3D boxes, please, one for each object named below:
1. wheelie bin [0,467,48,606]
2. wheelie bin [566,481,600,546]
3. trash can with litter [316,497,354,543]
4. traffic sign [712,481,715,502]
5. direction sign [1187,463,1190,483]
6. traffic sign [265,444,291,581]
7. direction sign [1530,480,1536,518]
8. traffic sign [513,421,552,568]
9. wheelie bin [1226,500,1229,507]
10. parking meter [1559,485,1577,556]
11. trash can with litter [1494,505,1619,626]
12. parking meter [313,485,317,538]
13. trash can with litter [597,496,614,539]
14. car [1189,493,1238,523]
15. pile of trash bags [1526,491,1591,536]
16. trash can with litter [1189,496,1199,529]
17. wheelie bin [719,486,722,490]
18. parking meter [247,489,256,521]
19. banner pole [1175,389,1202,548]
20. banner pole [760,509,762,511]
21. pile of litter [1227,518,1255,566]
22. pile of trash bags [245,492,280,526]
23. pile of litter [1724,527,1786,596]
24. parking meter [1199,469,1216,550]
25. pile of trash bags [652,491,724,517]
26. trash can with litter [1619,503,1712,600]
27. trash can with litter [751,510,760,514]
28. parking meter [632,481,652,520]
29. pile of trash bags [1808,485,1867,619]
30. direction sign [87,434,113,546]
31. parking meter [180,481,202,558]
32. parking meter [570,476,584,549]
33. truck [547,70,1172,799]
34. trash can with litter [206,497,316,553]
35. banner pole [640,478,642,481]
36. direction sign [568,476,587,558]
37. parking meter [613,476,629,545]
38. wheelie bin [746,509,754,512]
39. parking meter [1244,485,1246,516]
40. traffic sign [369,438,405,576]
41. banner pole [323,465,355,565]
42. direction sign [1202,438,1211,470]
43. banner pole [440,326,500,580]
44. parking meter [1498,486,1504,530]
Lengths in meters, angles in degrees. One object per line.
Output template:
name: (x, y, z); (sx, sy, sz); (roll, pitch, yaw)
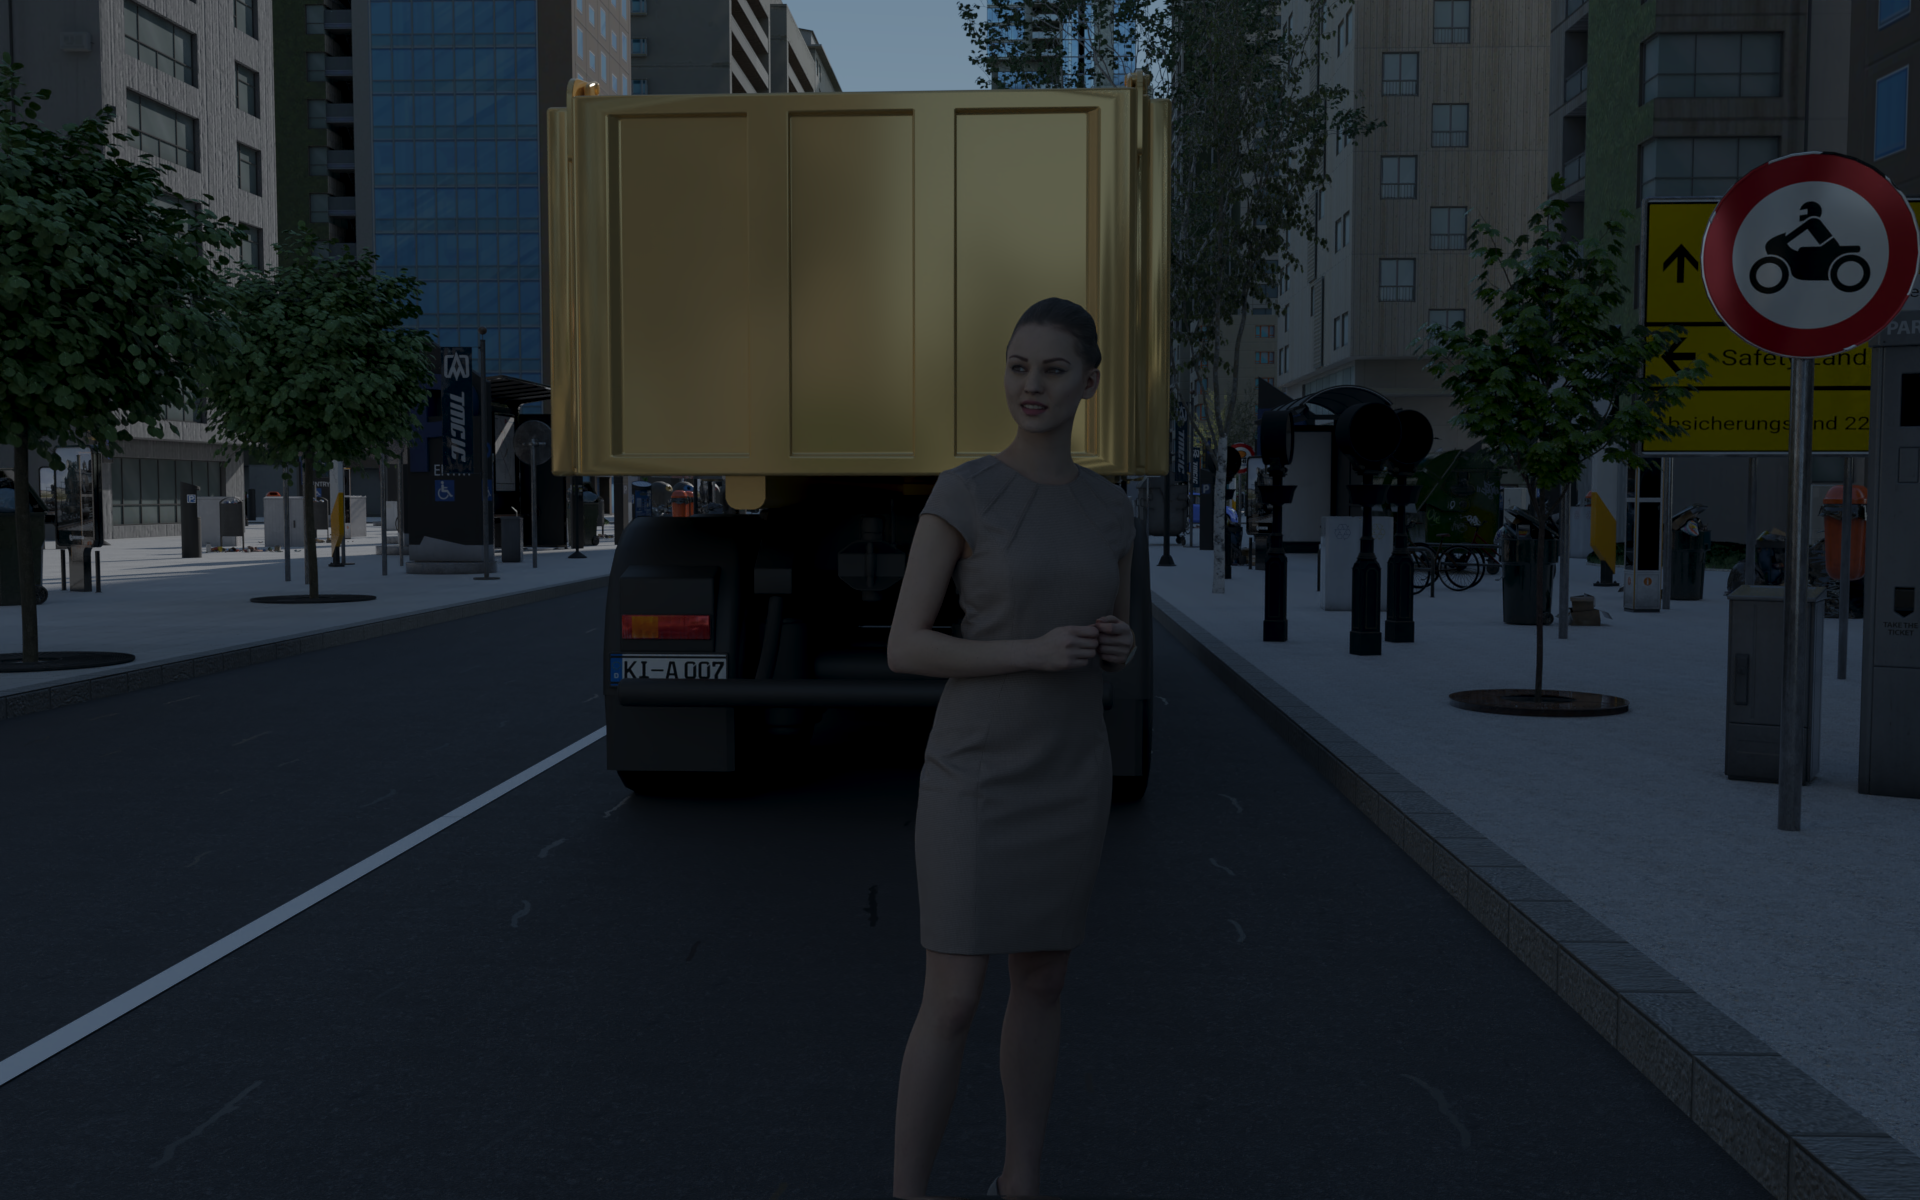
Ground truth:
wheelie bin: (-11.002, -0.742, 20.038); (0.980, 1.594, 0.693); (3, 5, 40)
wheelie bin: (-9.370, -2.145, 42.983); (0.980, 1.594, 0.693); (2, 4, 29)
trash can with litter: (-17.301, -2.117, 45.674); (2.233, 1.210, 1.678); (0, 4, -4)
traffic sign: (-7.361, -3.162, 51.797); (0.768, 2.556, 0.104); (1, 4, 11)
direction sign: (17.068, -8.262, 127.088); (0.876, 3.537, 0.379); (1, 4, 20)
traffic sign: (-9.887, -1.547, 25.402); (0.768, 2.556, 0.104); (0, 4, 7)
direction sign: (6.762, -1.738, 20.409); (0.379, 3.537, 0.876); (0, 4, -4)
traffic sign: (-7.396, -1.832, 30.058); (0.768, 2.556, 0.104); (0, 4, 8)
wheelie bin: (12.423, -4.549, 82.290); (0.980, 1.594, 0.693); (-3, 4, -38)
parking meter: (12.477, -1.826, 35.569); (0.255, 1.863, 0.399); (0, 4, 4)
trash can with litter: (5.838, -0.348, 17.070); (1.055, 1.170, 0.624); (0, 4, 7)
parking meter: (-19.020, -2.584, 50.665); (0.372, 1.533, 0.369); (0, 3, 0)
trash can with litter: (-10.692, -2.382, 50.011); (1.678, 1.210, 2.233); (1, 4, 13)
car: (10.125, -3.984, 74.723); (3.694, 1.707, 1.945); (0, 4, 0)
pile of trash bags: (14.001, -1.834, 39.746); (1.912, 1.369, 3.447); (3, 5, 42)
trash can with litter: (8.713, -3.281, 64.707); (1.678, 1.210, 2.233); (-3, 4, -38)
wheelie bin: (-9.704, -3.818, 70.329); (0.693, 1.594, 0.980); (-1, 4, -14)
parking meter: (-34.184, -4.597, 83.569); (0.372, 1.533, 0.369); (0, 3, 0)
banner pole: (5.387, -3.141, 41.371); (0.863, 3.779, 0.401); (-3, 5, -42)
banner pole: (-8.030, -4.775, 68.086); (0.863, 3.779, 0.401); (1, 4, 19)
pile of litter: (5.193, -1.077, 31.582); (1.176, 0.858, 1.719); (2, 4, 23)
pile of trash bags: (-29.096, -3.660, 69.593); (3.447, 1.369, 1.912); (-2, 4, -27)
pile of litter: (10.505, -0.488, 21.945); (1.719, 0.858, 1.176); (0, 4, 4)
parking meter: (5.705, -2.075, 39.639); (0.399, 1.863, 0.255); (3, 5, 39)
pile of trash bags: (-7.212, -2.208, 45.850); (1.912, 1.369, 3.447); (0, 4, -2)
trash can with litter: (8.577, -0.596, 21.127); (0.624, 1.170, 1.055); (-3, 5, -43)
trash can with litter: (-14.588, -7.280, 130.084); (2.233, 1.210, 1.678); (-1, 4, -8)
parking meter: (-5.934, -1.463, 32.335); (0.372, 1.533, 0.369); (0, 3, 0)
pile of trash bags: (9.541, -0.496, 17.859); (1.912, 1.369, 3.447); (3, 5, 40)
direction sign: (-21.411, -3.128, 43.147); (0.379, 3.537, 0.876); (1, 4, 15)
parking meter: (-15.468, -1.616, 34.832); (0.372, 1.533, 0.369); (0, 3, 0)
parking meter: (-9.015, -2.143, 40.754); (0.255, 1.863, 0.399); (-1, 4, -21)
truck: (-0.110, -0.972, 11.823); (3.469, 3.379, 9.791); (0, 4, 4)
trash can with litter: (-15.764, -1.665, 38.280); (2.233, 1.210, 1.678); (0, 4, 3)
banner pole: (-18.996, -6.840, 101.859); (0.863, 3.779, 0.401); (-1, 4, -21)
direction sign: (-7.656, -2.603, 34.551); (0.876, 3.537, 0.379); (-2, 4, -32)
parking meter: (-8.574, -2.332, 43.836); (0.255, 1.863, 0.399); (1, 4, 14)
wheelie bin: (-15.095, -7.159, 124.951); (0.693, 1.594, 0.980); (2, 4, 34)
parking meter: (16.516, -5.729, 99.387); (0.255, 1.863, 0.399); (3, 5, 39)
traffic sign: (-9.069, -1.659, 27.228); (0.768, 2.556, 0.104); (1, 4, 9)
banner pole: (-11.395, -2.533, 31.425); (0.863, 3.779, 0.401); (2, 4, 27)
direction sign: (9.957, -4.770, 69.979); (0.379, 3.537, 0.876); (-1, 4, -13)
banner pole: (-7.345, -2.195, 25.913); (0.863, 3.779, 0.401); (0, 4, -2)
parking meter: (15.937, -2.628, 51.372); (0.372, 1.533, 0.369); (0, 3, 0)
